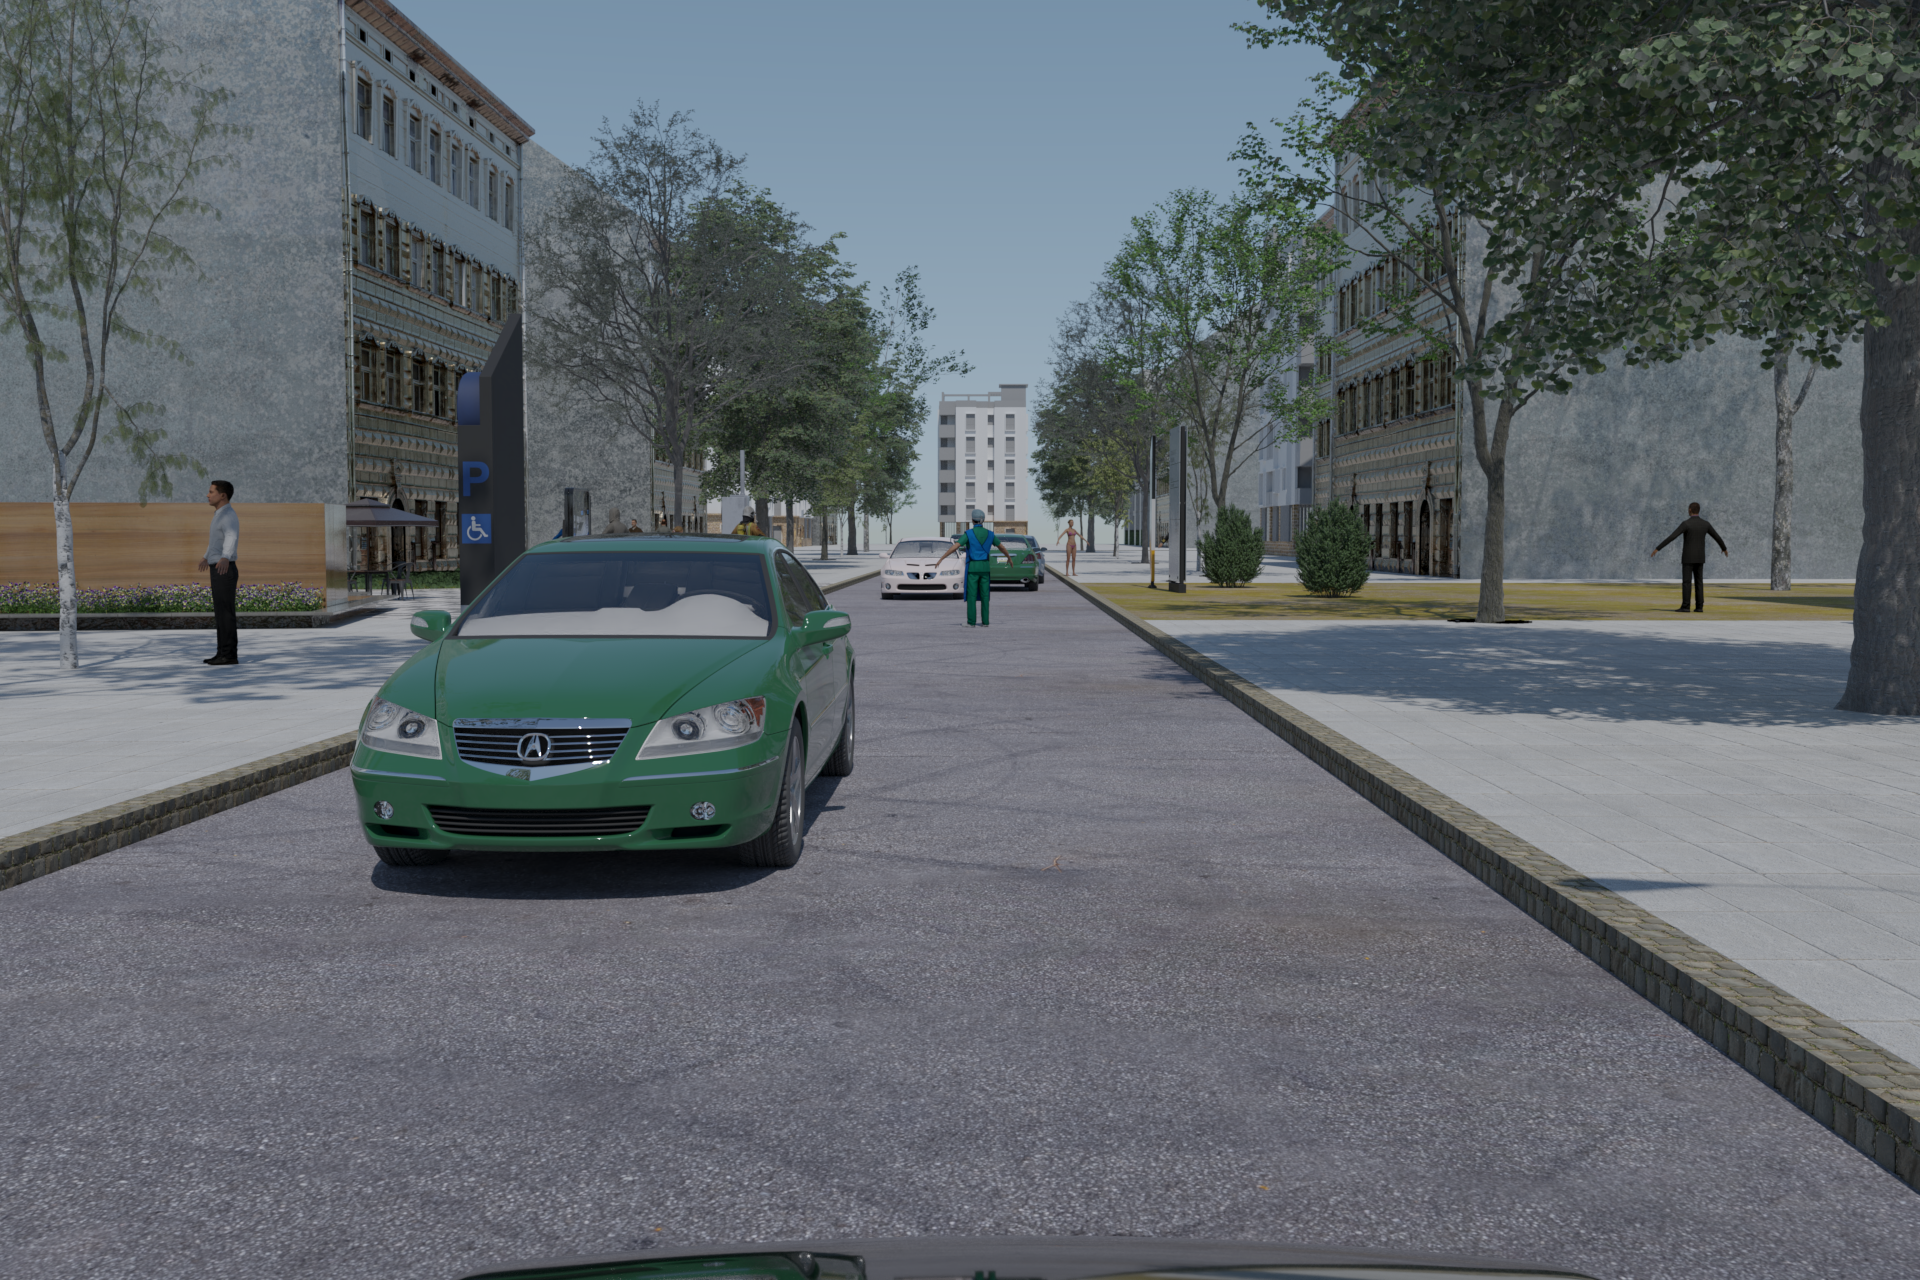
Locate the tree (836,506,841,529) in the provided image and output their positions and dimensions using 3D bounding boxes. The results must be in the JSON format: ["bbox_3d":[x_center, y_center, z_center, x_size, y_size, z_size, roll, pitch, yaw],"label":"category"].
[{"bbox_3d":[-16.322,-16.753,224.277,4.737,8.622,4.395,0,3,0],"label":"tree"}]

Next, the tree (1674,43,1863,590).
[{"bbox_3d":[17.669,-11.129,37.844,12.611,20.169,13.585,0,3,0],"label":"tree"}]

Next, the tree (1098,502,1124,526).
[{"bbox_3d":[21.208,-18.923,216.042,9.857,13.997,8.962,0,3,0],"label":"tree"}]

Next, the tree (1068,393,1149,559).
[{"bbox_3d":[7.875,-8.440,88.350,4.737,8.622,4.395,0,3,0],"label":"tree"}]

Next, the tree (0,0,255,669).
[{"bbox_3d":[-8.450,-4.042,16.454,4.360,8.622,3.978,0,3,0],"label":"tree"}]

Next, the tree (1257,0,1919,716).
[{"bbox_3d":[6.692,-6.446,12.046,9.857,13.997,8.962,0,3,0],"label":"tree"}]

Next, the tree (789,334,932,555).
[{"bbox_3d":[-6.573,-12.120,104.817,9.857,13.997,8.962,0,3,0],"label":"tree"}]

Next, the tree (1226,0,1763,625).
[{"bbox_3d":[7.577,-6.040,24.513,9.928,11.665,9.643,0,3,0],"label":"tree"}]

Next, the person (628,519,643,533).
[{"bbox_3d":[-11.601,-3.394,61.628,1.346,1.812,0.704,1,4,17],"label":"person"}]

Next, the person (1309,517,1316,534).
[{"bbox_3d":[11.064,-2.936,53.866,0.705,1.847,1.347,3,5,41],"label":"person"}]

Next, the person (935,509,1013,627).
[{"bbox_3d":[0.257,-1.107,26.689,1.347,1.817,0.704,-2,4,-27],"label":"person"}]

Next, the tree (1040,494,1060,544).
[{"bbox_3d":[12.632,-16.413,218.712,4.360,8.622,3.978,0,3,0],"label":"tree"}]

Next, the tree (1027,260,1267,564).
[{"bbox_3d":[8.013,-10.061,74.875,12.009,13.543,11.850,0,3,0],"label":"tree"}]

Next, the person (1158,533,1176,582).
[{"bbox_3d":[5.746,-2.478,46.456,0.705,1.837,1.347,3,4,37],"label":"person"}]

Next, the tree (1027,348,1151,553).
[{"bbox_3d":[8.898,-12.956,118.492,9.857,13.997,8.962,0,3,0],"label":"tree"}]

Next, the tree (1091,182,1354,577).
[{"bbox_3d":[7.735,-7.690,51.480,9.928,11.665,9.643,0,3,0],"label":"tree"}]

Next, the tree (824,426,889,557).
[{"bbox_3d":[-6.676,-8.897,95.830,4.360,8.622,3.978,0,3,0],"label":"tree"}]

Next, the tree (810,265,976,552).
[{"bbox_3d":[-5.727,-16.283,122.116,12.611,20.169,13.585,0,3,0],"label":"tree"}]

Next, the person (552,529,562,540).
[{"bbox_3d":[-10.591,-2.517,47.117,1.349,1.833,0.705,-3,5,-40],"label":"person"}]

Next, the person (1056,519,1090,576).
[{"bbox_3d":[3.434,-2.818,52.870,1.217,1.733,0.721,-2,4,-31],"label":"person"}]

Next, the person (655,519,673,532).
[{"bbox_3d":[-10.344,-3.317,60.509,1.348,1.796,0.705,-1,4,-8],"label":"person"}]

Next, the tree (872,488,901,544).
[{"bbox_3d":[-9.805,-16.752,224.256,4.737,8.622,4.395,0,3,0],"label":"tree"}]

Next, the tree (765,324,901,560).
[{"bbox_3d":[-6.552,-9.732,84.876,9.928,11.665,9.643,0,3,0],"label":"tree"}]

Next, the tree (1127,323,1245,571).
[{"bbox_3d":[8.476,-6.688,59.709,4.360,8.622,3.978,0,3,0],"label":"tree"}]

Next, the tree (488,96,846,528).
[{"bbox_3d":[-8.047,-8.474,48.926,12.009,13.543,11.850,0,3,0],"label":"tree"}]

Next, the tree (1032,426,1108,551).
[{"bbox_3d":[8.949,-12.035,131.179,7.601,10.594,8.767,-1,4,-22],"label":"tree"}]

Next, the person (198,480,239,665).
[{"bbox_3d":[-7.284,-0.666,17.052,0.704,1.810,1.344,-2,4,-31],"label":"person"}]

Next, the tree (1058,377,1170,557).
[{"bbox_3d":[9.146,-10.017,98.194,7.601,10.594,8.767,-1,4,-23],"label":"tree"}]

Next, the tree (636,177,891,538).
[{"bbox_3d":[-7.100,-9.520,62.314,9.857,13.997,8.962,0,3,0],"label":"tree"}]

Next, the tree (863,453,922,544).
[{"bbox_3d":[-8.826,-17.781,216.473,9.928,11.665,9.643,0,3,0],"label":"tree"}]

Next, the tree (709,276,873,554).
[{"bbox_3d":[-7.812,-9.603,75.140,7.486,12.596,7.792,0,3,0],"label":"tree"}]
